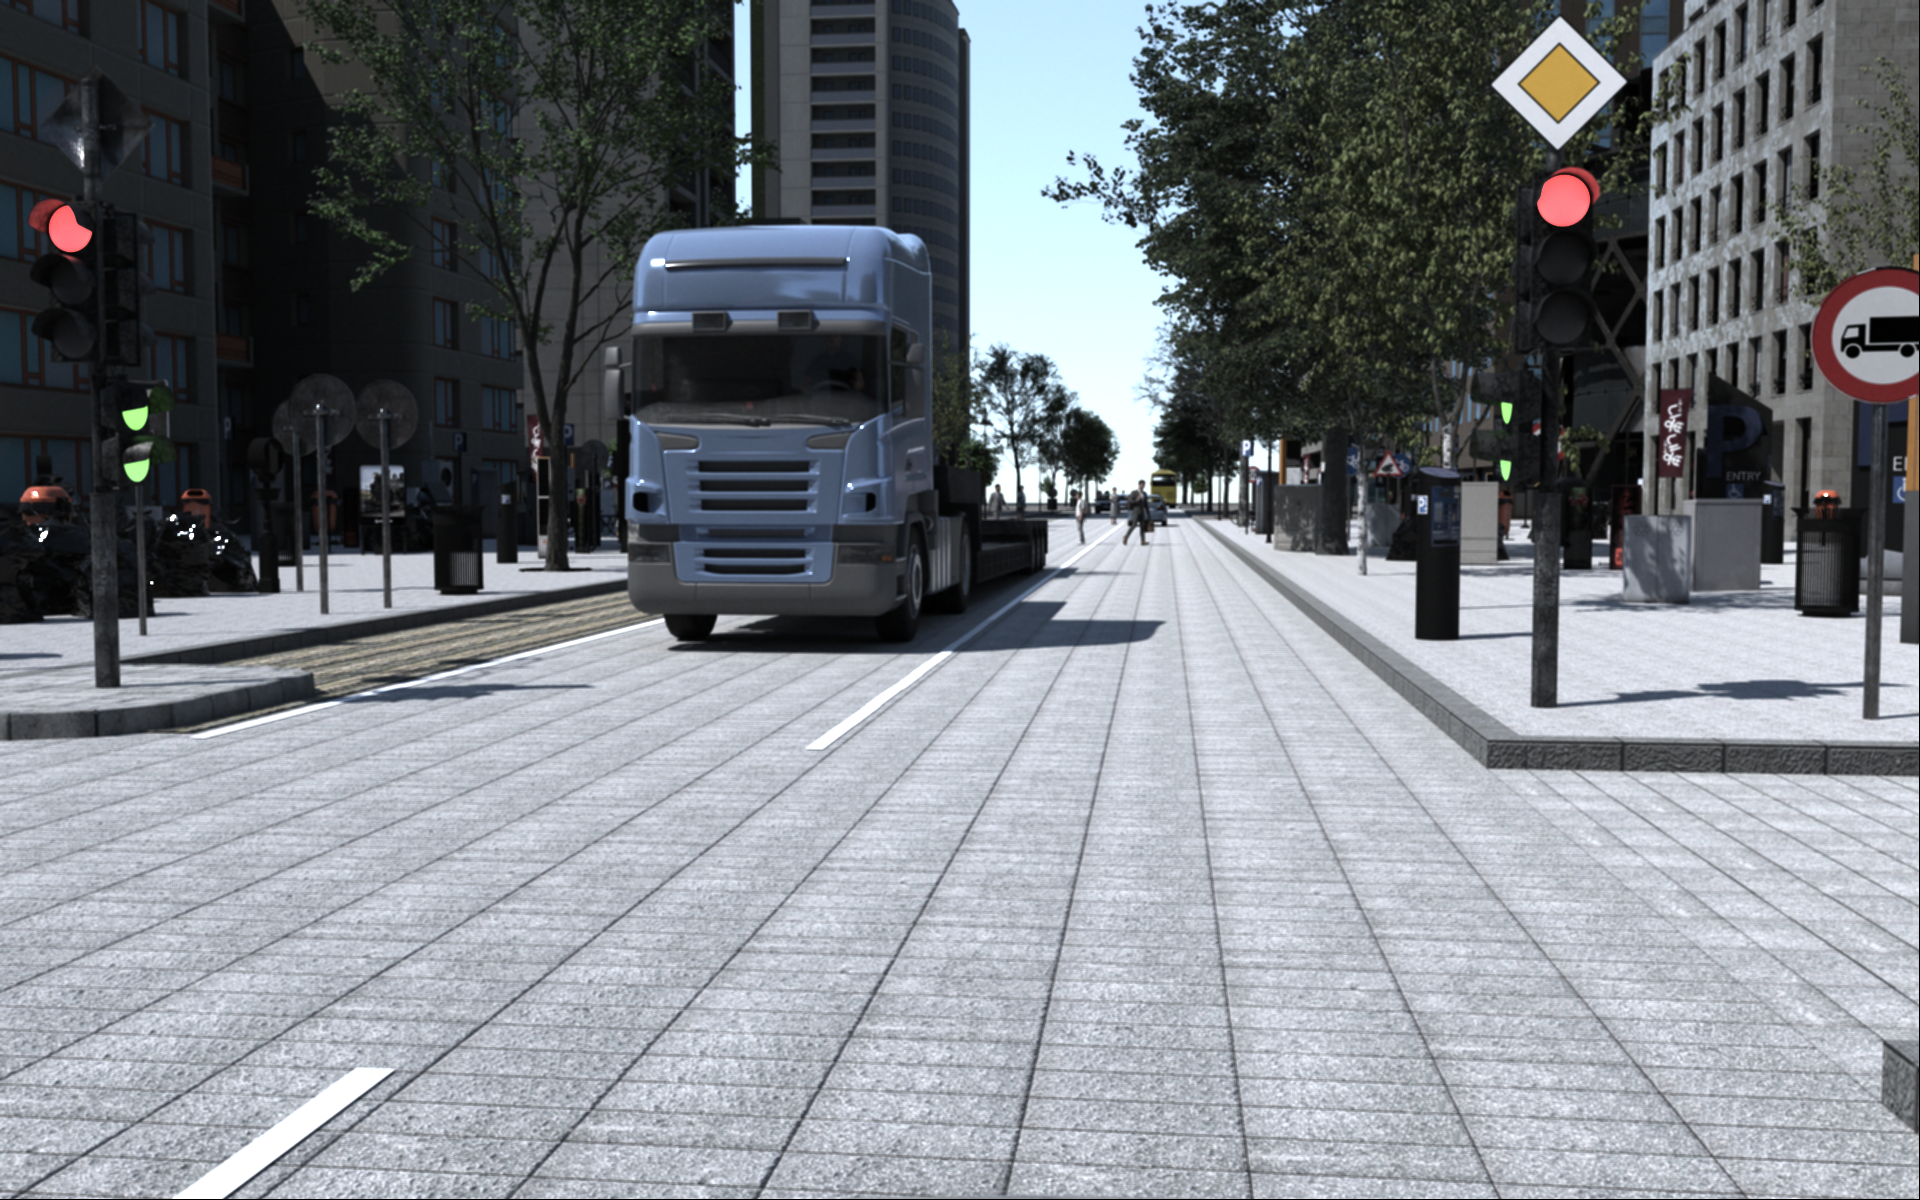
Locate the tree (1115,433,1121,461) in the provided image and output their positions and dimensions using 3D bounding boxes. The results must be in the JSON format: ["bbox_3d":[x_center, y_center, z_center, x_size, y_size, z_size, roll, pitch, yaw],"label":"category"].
[{"bbox_3d":[19.267,-19.538,245.206,9.928,11.665,9.643,0,3,0],"label":"tree"}]

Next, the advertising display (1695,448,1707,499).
[{"bbox_3d":[10.435,-1.175,24.433,0.123,1.923,0.974,1,4,22],"label":"advertising display"}]

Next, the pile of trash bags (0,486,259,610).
[{"bbox_3d":[-10.326,-0.716,21.464,1.912,1.369,3.447,1,4,9],"label":"pile of trash bags"}]

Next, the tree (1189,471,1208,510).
[{"bbox_3d":[19.925,-9.042,142.437,1.663,3.219,1.824,0,3,0],"label":"tree"}]

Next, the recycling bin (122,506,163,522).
[{"bbox_3d":[-17.299,-1.469,36.574,0.722,1.027,0.722,-3,4,-38],"label":"recycling bin"}]

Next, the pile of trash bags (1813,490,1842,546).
[{"bbox_3d":[22.525,-1.970,41.962,3.447,1.369,1.912,3,5,40],"label":"pile of trash bags"}]

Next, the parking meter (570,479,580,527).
[{"bbox_3d":[-14.812,-3.723,66.583,0.399,1.863,0.255,0,4,7],"label":"parking meter"}]

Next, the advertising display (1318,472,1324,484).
[{"bbox_3d":[10.447,-2.746,50.112,0.123,1.923,0.974,0,4,6],"label":"advertising display"}]

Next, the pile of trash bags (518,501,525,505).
[{"bbox_3d":[-18.421,-3.780,71.551,1.912,1.369,3.447,1,4,14],"label":"pile of trash bags"}]

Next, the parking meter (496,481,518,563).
[{"bbox_3d":[-8.415,-1.452,32.155,0.372,1.533,0.369,0,3,0],"label":"parking meter"}]

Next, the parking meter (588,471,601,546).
[{"bbox_3d":[-8.986,-2.256,42.593,0.255,1.863,0.399,-1,4,-17],"label":"parking meter"}]

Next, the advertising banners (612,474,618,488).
[{"bbox_3d":[-16.647,-5.127,80.012,2.074,3.025,0.090,-2,4,-24],"label":"advertising banners"}]

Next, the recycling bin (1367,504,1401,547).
[{"bbox_3d":[10.357,-1.831,42.484,0.722,1.027,0.722,0,4,-3],"label":"recycling bin"}]

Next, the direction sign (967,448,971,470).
[{"bbox_3d":[0.429,-5.758,86.139,0.379,3.537,0.876,-1,4,-10],"label":"direction sign"}]

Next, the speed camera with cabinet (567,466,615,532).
[{"bbox_3d":[-12.661,-3.903,58.148,2.038,3.252,0.660,-2,4,-30],"label":"speed camera with cabinet"}]

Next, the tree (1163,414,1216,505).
[{"bbox_3d":[28.396,-17.452,211.087,9.928,11.665,9.643,0,3,0],"label":"tree"}]

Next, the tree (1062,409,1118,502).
[{"bbox_3d":[17.360,-19.197,232.002,7.486,12.596,7.792,0,3,0],"label":"tree"}]

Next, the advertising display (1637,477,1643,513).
[{"bbox_3d":[26.278,-3.737,66.305,0.123,1.923,0.974,-1,4,-18],"label":"advertising display"}]

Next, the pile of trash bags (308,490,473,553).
[{"bbox_3d":[-12.732,-1.764,38.591,3.447,1.369,1.912,-3,5,-39],"label":"pile of trash bags"}]

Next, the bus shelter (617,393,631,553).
[{"bbox_3d":[-6.296,-3.022,40.697,1.731,3.624,6.357,0,4,7],"label":"bus shelter"}]

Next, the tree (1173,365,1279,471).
[{"bbox_3d":[17.184,-10.732,109.884,7.601,10.594,8.767,-3,4,-37],"label":"tree"}]

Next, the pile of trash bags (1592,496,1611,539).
[{"bbox_3d":[17.698,-2.397,48.944,1.912,1.369,3.447,-1,4,-22],"label":"pile of trash bags"}]

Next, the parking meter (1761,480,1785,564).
[{"bbox_3d":[14.928,-1.430,31.799,0.372,1.533,0.369,0,3,0],"label":"parking meter"}]

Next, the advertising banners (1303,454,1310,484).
[{"bbox_3d":[14.835,-4.912,76.492,0.090,3.025,2.074,-2,4,-24],"label":"advertising banners"}]

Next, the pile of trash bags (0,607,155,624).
[{"bbox_3d":[-10.143,-0.473,17.481,1.912,1.369,3.447,3,5,45],"label":"pile of trash bags"}]

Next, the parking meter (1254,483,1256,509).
[{"bbox_3d":[14.455,-4.789,84.009,0.399,1.863,0.255,0,4,5],"label":"parking meter"}]

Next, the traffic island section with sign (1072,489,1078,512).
[{"bbox_3d":[9.127,-7.893,137.682,1.989,1.847,2.006,0,4,7],"label":"traffic island section with sign"}]

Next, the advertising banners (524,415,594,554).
[{"bbox_3d":[-8.733,-2.542,37.748,2.074,3.025,0.090,3,4,37],"label":"advertising banners"}]

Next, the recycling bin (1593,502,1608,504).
[{"bbox_3d":[19.541,-2.508,53.559,0.722,1.027,0.722,0,4,-5],"label":"recycling bin"}]

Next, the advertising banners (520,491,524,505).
[{"bbox_3d":[-21.977,-5.437,85.084,2.074,3.025,0.090,0,4,-8],"label":"advertising banners"}]

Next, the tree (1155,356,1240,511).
[{"bbox_3d":[18.314,-12.858,128.361,7.486,12.596,7.792,0,3,0],"label":"tree"}]

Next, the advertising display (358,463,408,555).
[{"bbox_3d":[-12.166,-1.915,36.517,0.974,1.923,0.123,-1,4,-9],"label":"advertising display"}]

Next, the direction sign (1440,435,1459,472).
[{"bbox_3d":[18.721,-4.545,66.316,0.379,3.537,0.876,-2,4,-30],"label":"direction sign"}]

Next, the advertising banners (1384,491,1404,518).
[{"bbox_3d":[21.257,-5.282,82.542,2.074,3.025,0.090,1,4,23],"label":"advertising banners"}]

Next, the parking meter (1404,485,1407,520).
[{"bbox_3d":[12.837,-2.502,49.322,0.372,1.533,0.369,0,3,0],"label":"parking meter"}]

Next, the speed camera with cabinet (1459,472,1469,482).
[{"bbox_3d":[20.434,-4.746,71.940,0.660,3.252,2.038,3,5,42],"label":"speed camera with cabinet"}]

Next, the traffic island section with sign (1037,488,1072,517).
[{"bbox_3d":[5.965,-6.249,110.791,1.989,1.847,2.006,0,4,7],"label":"traffic island section with sign"}]

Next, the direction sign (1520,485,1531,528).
[{"bbox_3d":[21.311,-4.476,65.182,0.379,3.537,0.876,-2,4,-34],"label":"direction sign"}]

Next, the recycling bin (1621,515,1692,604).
[{"bbox_3d":[8.286,-0.494,20.629,0.722,1.027,0.722,1,4,19],"label":"recycling bin"}]

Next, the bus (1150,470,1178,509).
[{"bbox_3d":[20.582,-11.214,174.888,2.896,3.916,12.252,0,4,7],"label":"bus"}]

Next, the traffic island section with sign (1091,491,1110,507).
[{"bbox_3d":[15.533,-11.234,192.299,1.989,1.847,2.006,0,4,7],"label":"traffic island section with sign"}]

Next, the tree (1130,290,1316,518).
[{"bbox_3d":[14.201,-11.096,91.782,12.009,13.543,11.850,0,3,0],"label":"tree"}]

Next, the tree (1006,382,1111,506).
[{"bbox_3d":[7.787,-12.824,144.085,8.767,10.594,7.601,-2,4,-29],"label":"tree"}]

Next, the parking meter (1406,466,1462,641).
[{"bbox_3d":[4.226,-0.421,15.297,0.372,1.533,0.369,0,3,0],"label":"parking meter"}]

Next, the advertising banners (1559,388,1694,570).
[{"bbox_3d":[11.168,-2.013,29.094,2.074,3.025,0.090,2,4,26],"label":"advertising banners"}]

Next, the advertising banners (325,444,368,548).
[{"bbox_3d":[-14.537,-2.762,41.354,2.074,3.025,0.090,2,4,27],"label":"advertising banners"}]

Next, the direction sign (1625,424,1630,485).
[{"bbox_3d":[21.817,-3.955,56.664,0.379,3.537,0.876,2,4,25],"label":"direction sign"}]

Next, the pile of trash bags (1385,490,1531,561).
[{"bbox_3d":[9.937,-1.487,34.069,1.912,1.369,3.447,3,5,43],"label":"pile of trash bags"}]

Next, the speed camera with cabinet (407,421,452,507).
[{"bbox_3d":[-14.210,-3.157,45.955,0.660,3.252,2.038,1,4,11],"label":"speed camera with cabinet"}]

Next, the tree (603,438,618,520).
[{"bbox_3d":[-16.492,-6.252,85.934,4.285,4.588,4.351,0,3,0],"label":"tree"}]
